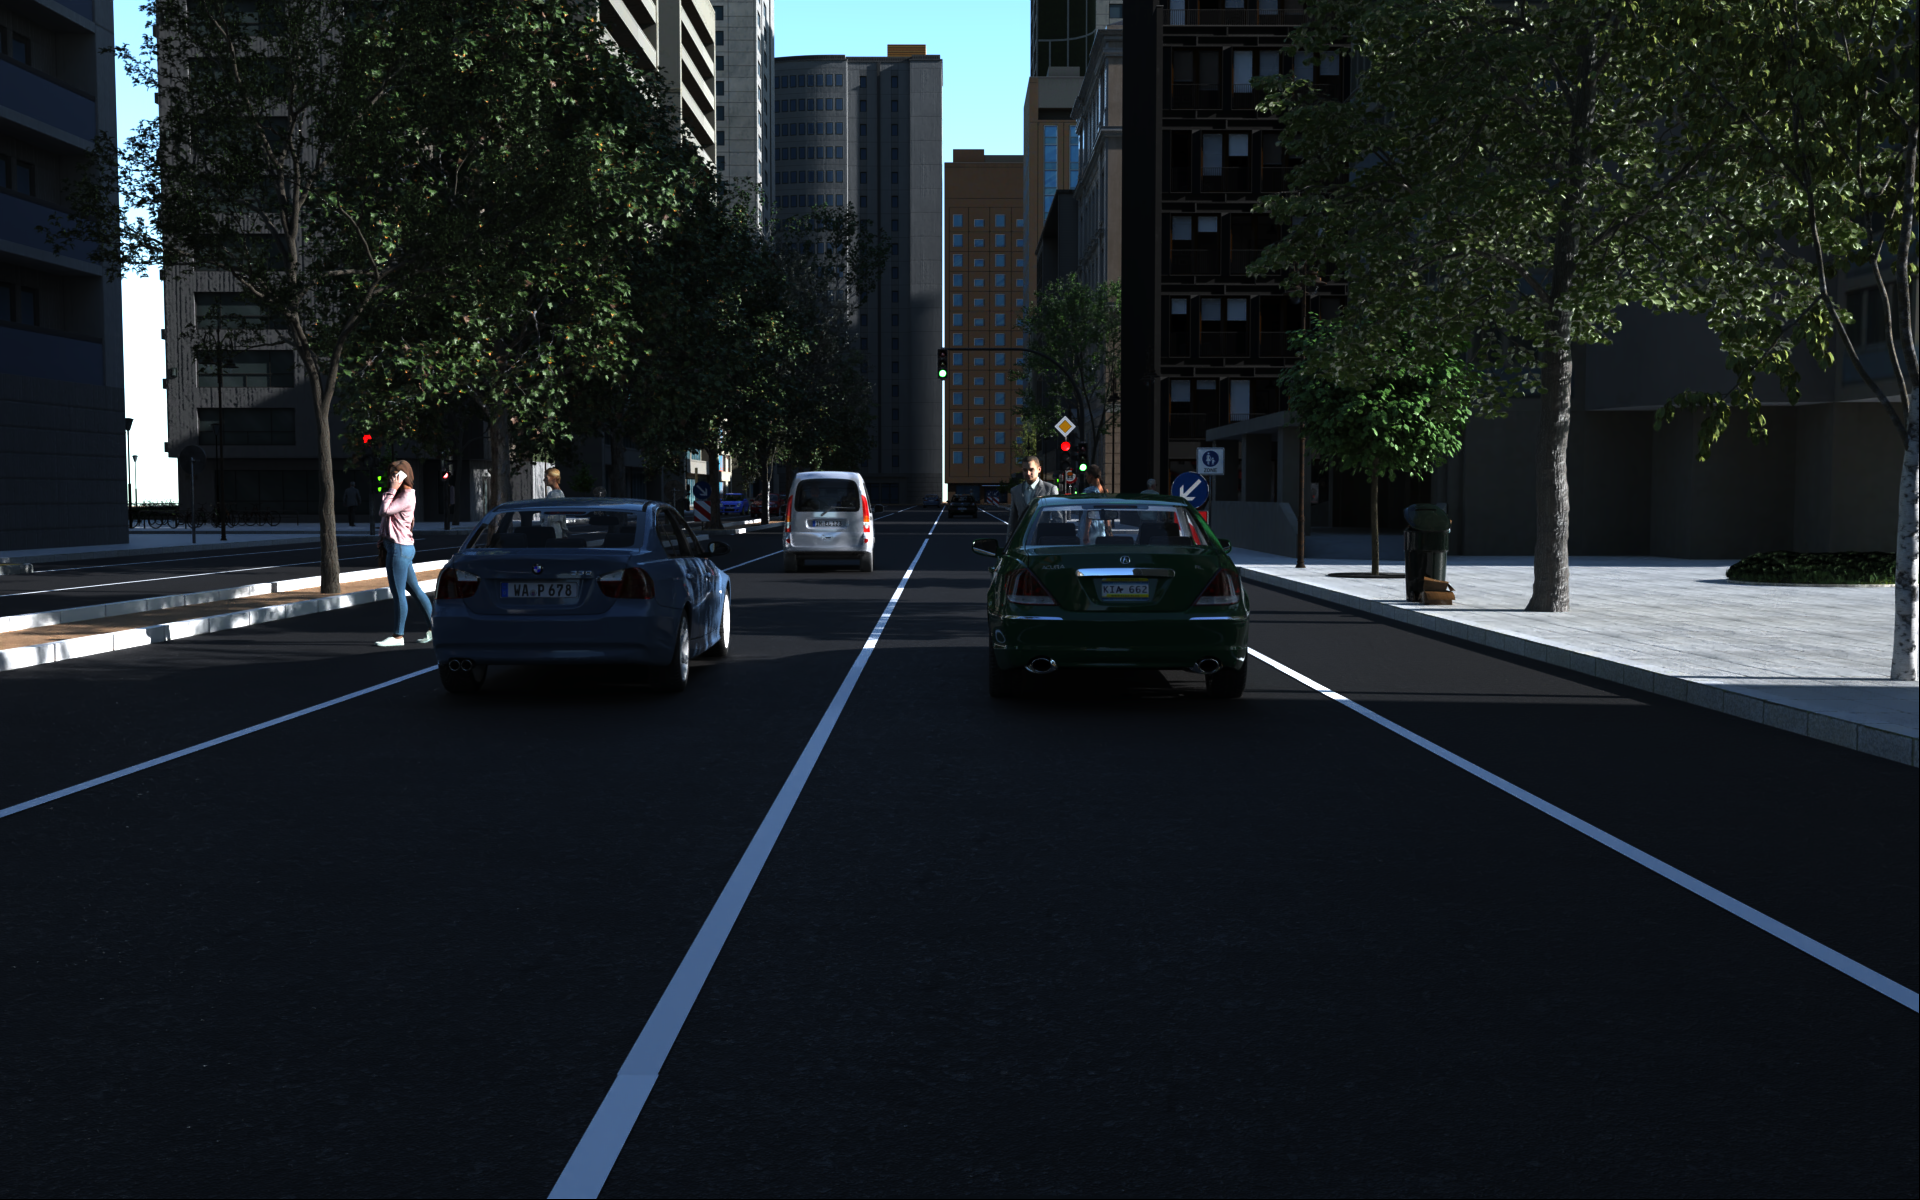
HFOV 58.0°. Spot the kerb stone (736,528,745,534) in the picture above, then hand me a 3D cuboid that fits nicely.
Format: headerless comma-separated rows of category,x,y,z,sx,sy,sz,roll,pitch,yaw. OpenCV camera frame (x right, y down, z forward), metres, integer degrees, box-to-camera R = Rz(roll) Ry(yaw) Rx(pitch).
kerb stone,-8.050,-2.499,63.061,0.120,0.150,1.000,0,4,0

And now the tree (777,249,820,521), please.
tree,-8.924,-7.677,44.991,9.611,12.733,9.660,0,3,0

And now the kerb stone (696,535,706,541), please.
kerb stone,-8.007,-1.896,53.263,0.120,0.150,1.000,0,4,0

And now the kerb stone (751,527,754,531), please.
kerb stone,-8.069,-2.683,66.130,0.120,0.150,1.000,0,4,0

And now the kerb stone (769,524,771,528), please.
kerb stone,-8.091,-3.063,72.269,0.120,0.150,1.000,0,4,0

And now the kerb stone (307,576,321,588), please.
kerb stone,-9.972,-0.276,26.702,0.120,0.150,1.000,0,4,0

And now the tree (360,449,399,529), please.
tree,-21.176,-4.268,64.382,1.663,3.219,1.824,0,3,0

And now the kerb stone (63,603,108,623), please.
kerb stone,-9.939,0.164,19.521,0.120,0.150,1.000,0,4,0

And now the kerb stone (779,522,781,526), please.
kerb stone,-8.113,-3.313,76.369,0.120,0.150,1.000,0,4,0

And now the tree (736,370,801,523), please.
tree,-9.531,-8.128,85.714,4.360,8.622,3.978,0,3,0

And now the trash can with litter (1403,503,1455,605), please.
trash can with litter,5.604,-0.552,20.405,0.624,1.170,1.055,0,4,-1

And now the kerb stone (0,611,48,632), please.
kerb stone,-9.928,0.226,18.496,0.120,0.150,1.000,0,4,0

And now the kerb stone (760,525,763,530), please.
kerb stone,-8.083,-2.875,69.200,0.120,0.150,1.000,0,4,0

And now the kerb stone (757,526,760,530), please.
kerb stone,-8.075,-2.812,68.177,0.120,0.150,1.000,0,4,0

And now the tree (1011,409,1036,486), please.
tree,5.883,-11.702,141.687,4.737,8.622,4.395,0,3,0

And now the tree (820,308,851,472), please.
tree,-9.351,-8.935,65.545,9.611,12.733,9.660,0,3,0

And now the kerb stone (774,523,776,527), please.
kerb stone,-8.110,-3.183,74.313,0.120,0.150,1.000,0,4,0

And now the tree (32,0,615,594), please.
tree,-9.010,-5.383,24.881,8.767,10.594,7.601,0,4,0

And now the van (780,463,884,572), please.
van,-2.471,-1.600,33.178,2.013,2.044,4.112,0,4,-2

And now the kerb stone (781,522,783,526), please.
kerb stone,-8.126,-3.376,77.391,0.120,0.150,1.000,0,4,0

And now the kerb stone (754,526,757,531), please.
kerb stone,-8.072,-2.750,67.155,0.120,0.150,1.000,0,4,0

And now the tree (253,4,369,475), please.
tree,-8.946,-6.975,33.507,9.611,12.733,9.660,0,3,0

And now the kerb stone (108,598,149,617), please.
kerb stone,-9.942,0.101,20.543,0.120,0.150,1.000,0,4,0

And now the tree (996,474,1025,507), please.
tree,5.173,-11.095,176.007,1.663,3.219,1.824,0,3,0

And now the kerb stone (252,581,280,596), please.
kerb stone,-9.965,-0.150,24.651,0.120,0.150,1.000,0,4,0

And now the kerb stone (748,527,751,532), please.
kerb stone,-8.058,-2.625,65.107,0.120,0.150,1.000,0,4,0

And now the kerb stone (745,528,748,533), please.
kerb stone,-8.053,-2.562,64.084,0.120,0.150,1.000,0,4,0

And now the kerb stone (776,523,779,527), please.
kerb stone,-8.111,-3.250,75.335,0.120,0.150,1.000,0,4,0

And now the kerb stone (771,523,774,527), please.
kerb stone,-8.101,-3.125,73.291,0.120,0.150,1.000,0,4,0

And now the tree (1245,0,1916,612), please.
tree,6.894,-6.149,18.669,7.486,12.596,7.792,0,3,0

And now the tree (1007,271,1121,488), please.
tree,6.006,-9.428,79.900,9.928,11.665,9.643,0,3,0

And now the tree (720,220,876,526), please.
tree,-8.751,-10.060,77.300,12.009,13.543,11.850,0,3,0

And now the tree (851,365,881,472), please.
tree,-9.157,-10.593,92.664,9.611,12.733,9.660,0,3,0

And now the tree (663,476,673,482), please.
tree,-21.698,-10.657,124.608,4.360,8.622,3.978,0,3,0

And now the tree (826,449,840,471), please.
tree,-9.239,-9.785,112.800,4.737,8.622,4.395,0,3,0

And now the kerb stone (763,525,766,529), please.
kerb stone,-8.081,-2.936,70.222,0.120,0.150,1.000,0,4,0

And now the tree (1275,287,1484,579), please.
tree,6.542,-2.642,26.912,4.285,4.588,4.351,0,3,0

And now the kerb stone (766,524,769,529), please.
kerb stone,-8.092,-3.000,71.246,0.120,0.150,1.000,0,4,0

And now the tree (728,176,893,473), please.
tree,-10.684,-15.005,103.684,12.611,20.169,13.585,0,3,0

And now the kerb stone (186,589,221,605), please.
kerb stone,-9.945,-0.018,22.600,0.120,0.150,1.000,0,4,0

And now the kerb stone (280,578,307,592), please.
kerb stone,-9.966,-0.212,25.673,0.120,0.150,1.000,0,4,0

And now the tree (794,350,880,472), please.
tree,-9.351,-12.165,119.487,7.486,12.596,7.792,0,3,0

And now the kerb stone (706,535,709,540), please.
kerb stone,-8.009,-1.963,54.285,0.120,0.150,1.000,0,4,0

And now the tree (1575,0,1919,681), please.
tree,6.516,-3.766,11.932,4.737,8.622,4.395,0,3,0

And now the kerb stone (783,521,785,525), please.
kerb stone,-8.129,-3.438,78.413,0.120,0.150,1.000,0,4,0

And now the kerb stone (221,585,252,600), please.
kerb stone,-9.955,-0.079,23.629,0.120,0.150,1.000,0,4,0

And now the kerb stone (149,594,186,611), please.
kerb stone,-9.949,0.039,21.570,0.120,0.150,1.000,0,4,0

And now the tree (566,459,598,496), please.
tree,-20.658,-6.149,95.145,1.663,3.219,1.824,0,3,0

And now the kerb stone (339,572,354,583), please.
kerb stone,-9.980,-0.337,27.726,0.120,0.150,1.000,0,4,0
